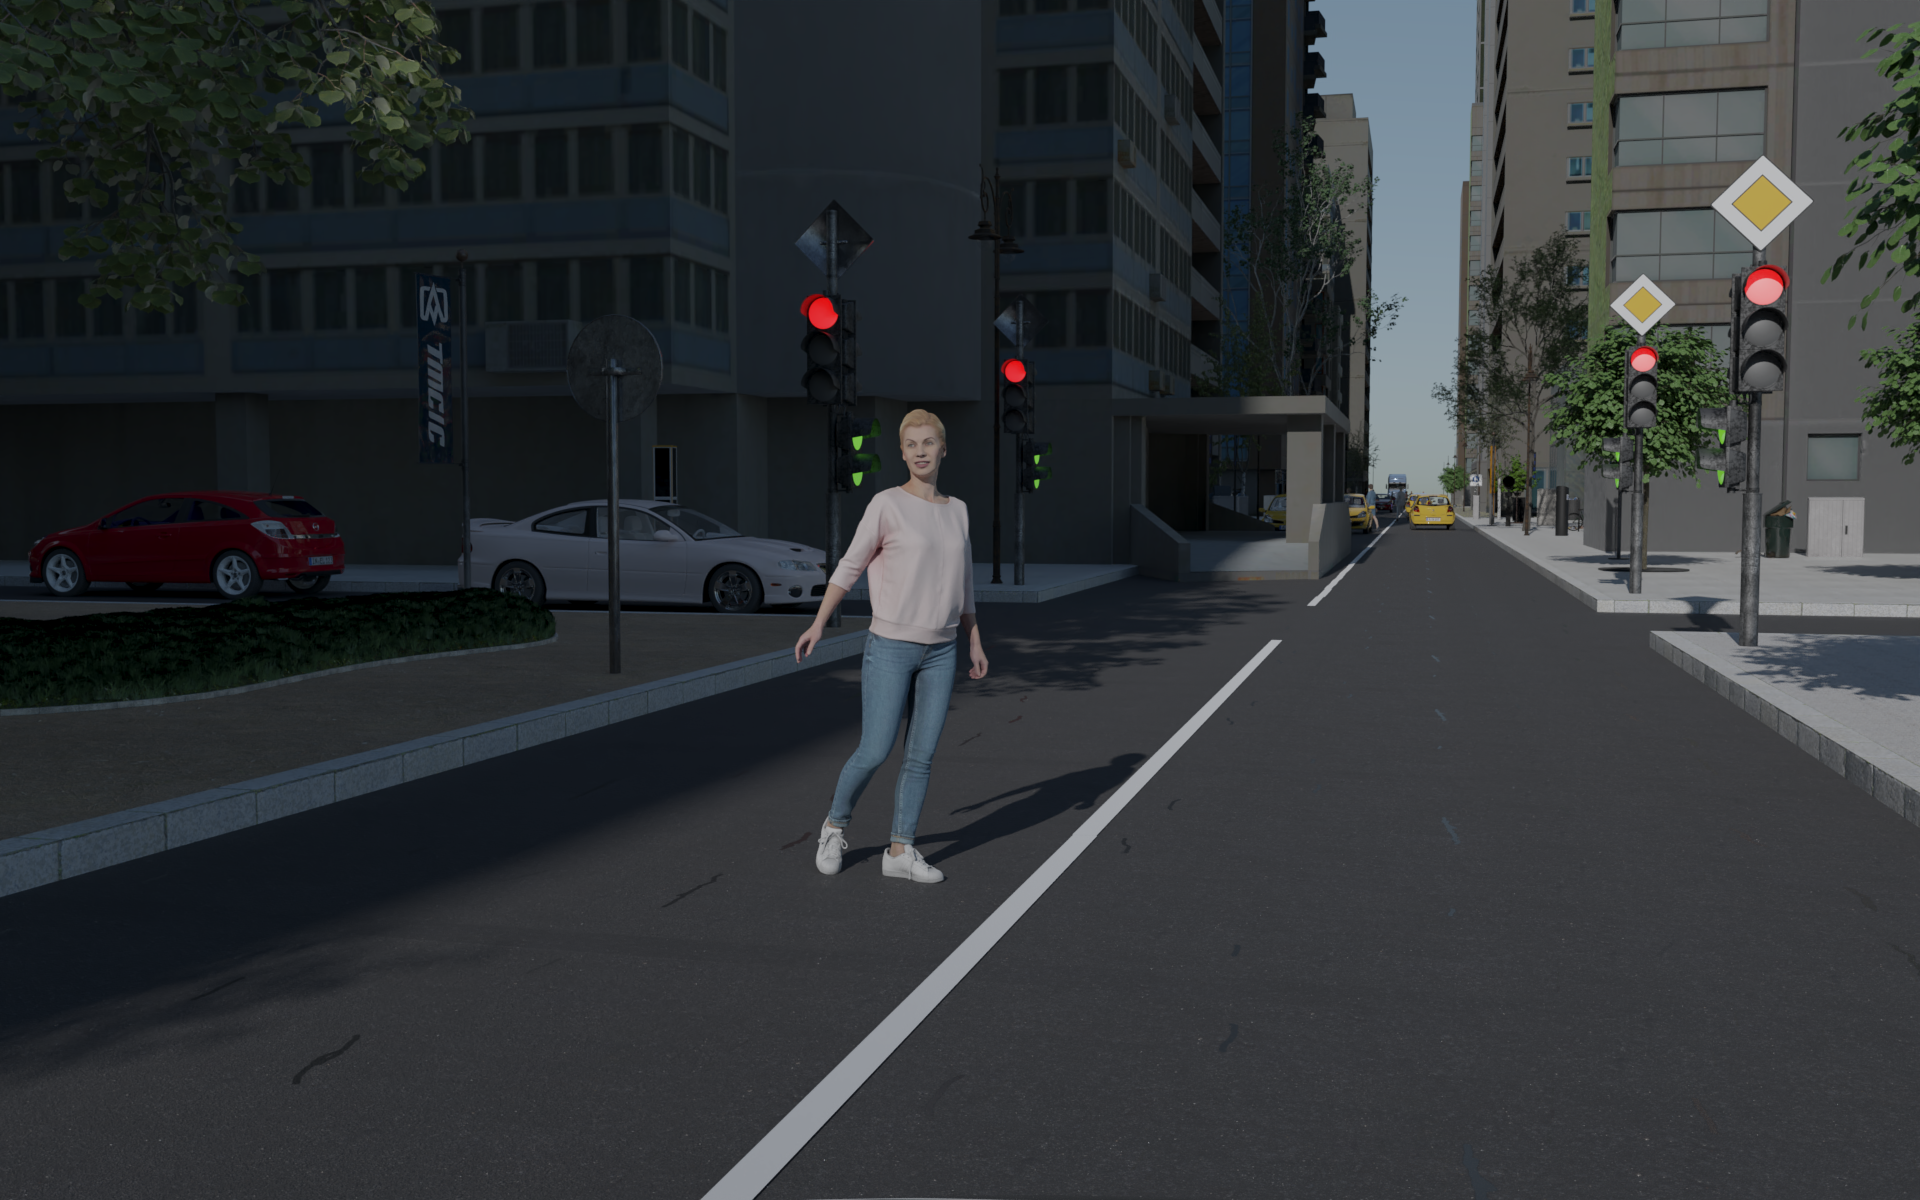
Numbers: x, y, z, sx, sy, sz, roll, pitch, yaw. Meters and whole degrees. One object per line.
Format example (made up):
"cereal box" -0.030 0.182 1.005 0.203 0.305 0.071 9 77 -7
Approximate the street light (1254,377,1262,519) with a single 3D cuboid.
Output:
"street light" 11.223 -5.645 65.076 0.468 5.910 1.993 1 4 15

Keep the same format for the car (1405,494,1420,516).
"car" 30.288 -6.355 114.130 2.015 1.641 3.980 1 4 16

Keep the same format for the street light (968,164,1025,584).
"street light" 0.526 -3.173 24.662 0.468 5.910 1.993 1 4 15

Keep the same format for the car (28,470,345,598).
"car" -11.012 -0.950 24.575 4.494 1.783 2.155 1 4 14

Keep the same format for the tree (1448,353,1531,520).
"tree" 26.644 -8.297 86.024 4.360 8.622 3.978 0 3 0

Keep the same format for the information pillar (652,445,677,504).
"information pillar" -4.473 -1.333 26.292 0.304 2.012 0.304 0 4 6

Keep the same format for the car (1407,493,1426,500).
"car" 36.314 -7.779 136.776 1.945 1.707 3.694 1 4 13

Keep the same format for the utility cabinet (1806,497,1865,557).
"utility cabinet" 17.847 -1.478 35.319 1.020 1.237 0.306 1 4 20

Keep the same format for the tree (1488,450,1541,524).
"tree" 24.174 -4.931 75.222 1.663 3.219 1.824 0 3 0

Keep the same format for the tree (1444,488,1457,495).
"tree" 56.300 -12.482 198.682 1.663 3.219 1.824 0 3 0

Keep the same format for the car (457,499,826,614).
"car" -3.814 -0.551 21.378 4.827 1.381 2.083 1 4 15

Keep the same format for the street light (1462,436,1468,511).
"street light" 37.123 -9.459 127.438 0.468 5.910 1.993 1 4 15

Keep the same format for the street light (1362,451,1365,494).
"street light" 41.706 -12.626 179.229 0.468 5.910 1.993 1 4 15

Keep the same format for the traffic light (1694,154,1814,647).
"traffic light" 6.640 -1.565 14.514 0.839 4.253 0.868 1 4 15

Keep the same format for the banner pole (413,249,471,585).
"banner pole" -5.202 -1.687 17.604 0.401 3.779 0.863 2 4 29

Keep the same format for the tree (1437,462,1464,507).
"tree" 50.149 -11.747 175.770 4.285 4.588 4.351 0 3 0

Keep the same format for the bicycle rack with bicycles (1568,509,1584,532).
"bicycle rack with bicycles" 22.199 -2.813 59.370 2.925 0.926 2.852 2 4 34

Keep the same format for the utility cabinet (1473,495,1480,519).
"utility cabinet" 26.377 -4.724 88.404 0.306 1.237 1.020 1 4 20

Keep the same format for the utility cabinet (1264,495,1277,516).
"utility cabinet" 16.063 -4.784 89.377 0.306 1.237 1.020 -2 4 -24

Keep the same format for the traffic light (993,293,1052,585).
"traffic light" 0.851 -2.164 24.295 0.839 4.253 0.868 1 4 15

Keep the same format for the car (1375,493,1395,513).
"car" 32.578 -7.645 134.029 2.155 1.783 4.494 1 4 14

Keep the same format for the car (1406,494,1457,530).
"car" 19.060 -3.654 69.971 2.015 1.641 3.980 1 4 13

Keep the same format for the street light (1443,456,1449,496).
"street light" 58.492 -14.364 207.645 0.468 5.910 1.993 1 4 15

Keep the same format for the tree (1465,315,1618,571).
"tree" 11.502 -2.761 28.856 4.285 4.588 4.351 0 3 0

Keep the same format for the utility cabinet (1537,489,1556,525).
"utility cabinet" 23.942 -3.748 69.957 1.173 1.500 0.318 2 4 34

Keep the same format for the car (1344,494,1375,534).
"car" 14.209 -3.260 63.530 2.015 1.641 3.980 1 4 16

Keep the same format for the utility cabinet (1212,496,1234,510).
"utility cabinet" 8.995 -2.873 58.135 1.020 1.237 0.306 0 4 1

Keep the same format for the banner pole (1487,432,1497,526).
"banner pole" 21.646 -4.909 70.287 0.401 3.779 0.863 1 4 23

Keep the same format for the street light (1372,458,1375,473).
"street light" 52.378 -15.095 219.594 0.468 5.910 1.993 1 4 15

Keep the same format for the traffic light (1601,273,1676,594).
"traffic light" 8.695 -2.037 22.231 0.839 4.253 0.868 1 4 15

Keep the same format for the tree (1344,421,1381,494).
"tree" 39.031 -13.430 169.940 4.360 8.622 3.978 0 3 0

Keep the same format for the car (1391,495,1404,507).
"car" 49.978 -11.336 197.921 1.945 1.354 3.894 1 4 15

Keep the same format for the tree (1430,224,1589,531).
"tree" 19.906 -7.650 59.484 7.601 10.594 8.767 0 4 6

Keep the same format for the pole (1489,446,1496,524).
"pole" 22.562 -4.865 73.382 0.158 3.312 0.155 0 3 0

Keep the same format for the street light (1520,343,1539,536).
"street light" 17.506 -4.926 53.330 0.468 5.910 1.993 1 4 15

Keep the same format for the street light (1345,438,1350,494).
"street light" 31.233 -10.229 140.028 0.468 5.910 1.993 1 4 15

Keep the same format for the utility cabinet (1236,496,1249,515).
"utility cabinet" 8.955 -2.677 54.936 0.306 1.237 1.020 0 4 5

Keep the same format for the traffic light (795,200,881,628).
"traffic light" -1.203 -1.692 16.578 0.839 4.253 0.868 1 4 15

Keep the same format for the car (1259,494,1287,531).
"car" 10.102 -2.574 52.305 2.015 1.641 3.980 1 4 16

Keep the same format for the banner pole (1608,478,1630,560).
"banner pole" 12.940 -2.698 34.134 0.401 3.779 0.863 0 4 1

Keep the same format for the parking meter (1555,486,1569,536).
"parking meter" 18.454 -2.732 53.087 0.372 1.533 0.369 0 3 0

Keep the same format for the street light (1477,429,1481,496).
"street light" 28.328 -7.439 94.417 0.468 5.910 1.993 1 4 15

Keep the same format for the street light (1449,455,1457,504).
"street light" 47.934 -11.929 167.833 0.468 5.910 1.993 1 4 15
